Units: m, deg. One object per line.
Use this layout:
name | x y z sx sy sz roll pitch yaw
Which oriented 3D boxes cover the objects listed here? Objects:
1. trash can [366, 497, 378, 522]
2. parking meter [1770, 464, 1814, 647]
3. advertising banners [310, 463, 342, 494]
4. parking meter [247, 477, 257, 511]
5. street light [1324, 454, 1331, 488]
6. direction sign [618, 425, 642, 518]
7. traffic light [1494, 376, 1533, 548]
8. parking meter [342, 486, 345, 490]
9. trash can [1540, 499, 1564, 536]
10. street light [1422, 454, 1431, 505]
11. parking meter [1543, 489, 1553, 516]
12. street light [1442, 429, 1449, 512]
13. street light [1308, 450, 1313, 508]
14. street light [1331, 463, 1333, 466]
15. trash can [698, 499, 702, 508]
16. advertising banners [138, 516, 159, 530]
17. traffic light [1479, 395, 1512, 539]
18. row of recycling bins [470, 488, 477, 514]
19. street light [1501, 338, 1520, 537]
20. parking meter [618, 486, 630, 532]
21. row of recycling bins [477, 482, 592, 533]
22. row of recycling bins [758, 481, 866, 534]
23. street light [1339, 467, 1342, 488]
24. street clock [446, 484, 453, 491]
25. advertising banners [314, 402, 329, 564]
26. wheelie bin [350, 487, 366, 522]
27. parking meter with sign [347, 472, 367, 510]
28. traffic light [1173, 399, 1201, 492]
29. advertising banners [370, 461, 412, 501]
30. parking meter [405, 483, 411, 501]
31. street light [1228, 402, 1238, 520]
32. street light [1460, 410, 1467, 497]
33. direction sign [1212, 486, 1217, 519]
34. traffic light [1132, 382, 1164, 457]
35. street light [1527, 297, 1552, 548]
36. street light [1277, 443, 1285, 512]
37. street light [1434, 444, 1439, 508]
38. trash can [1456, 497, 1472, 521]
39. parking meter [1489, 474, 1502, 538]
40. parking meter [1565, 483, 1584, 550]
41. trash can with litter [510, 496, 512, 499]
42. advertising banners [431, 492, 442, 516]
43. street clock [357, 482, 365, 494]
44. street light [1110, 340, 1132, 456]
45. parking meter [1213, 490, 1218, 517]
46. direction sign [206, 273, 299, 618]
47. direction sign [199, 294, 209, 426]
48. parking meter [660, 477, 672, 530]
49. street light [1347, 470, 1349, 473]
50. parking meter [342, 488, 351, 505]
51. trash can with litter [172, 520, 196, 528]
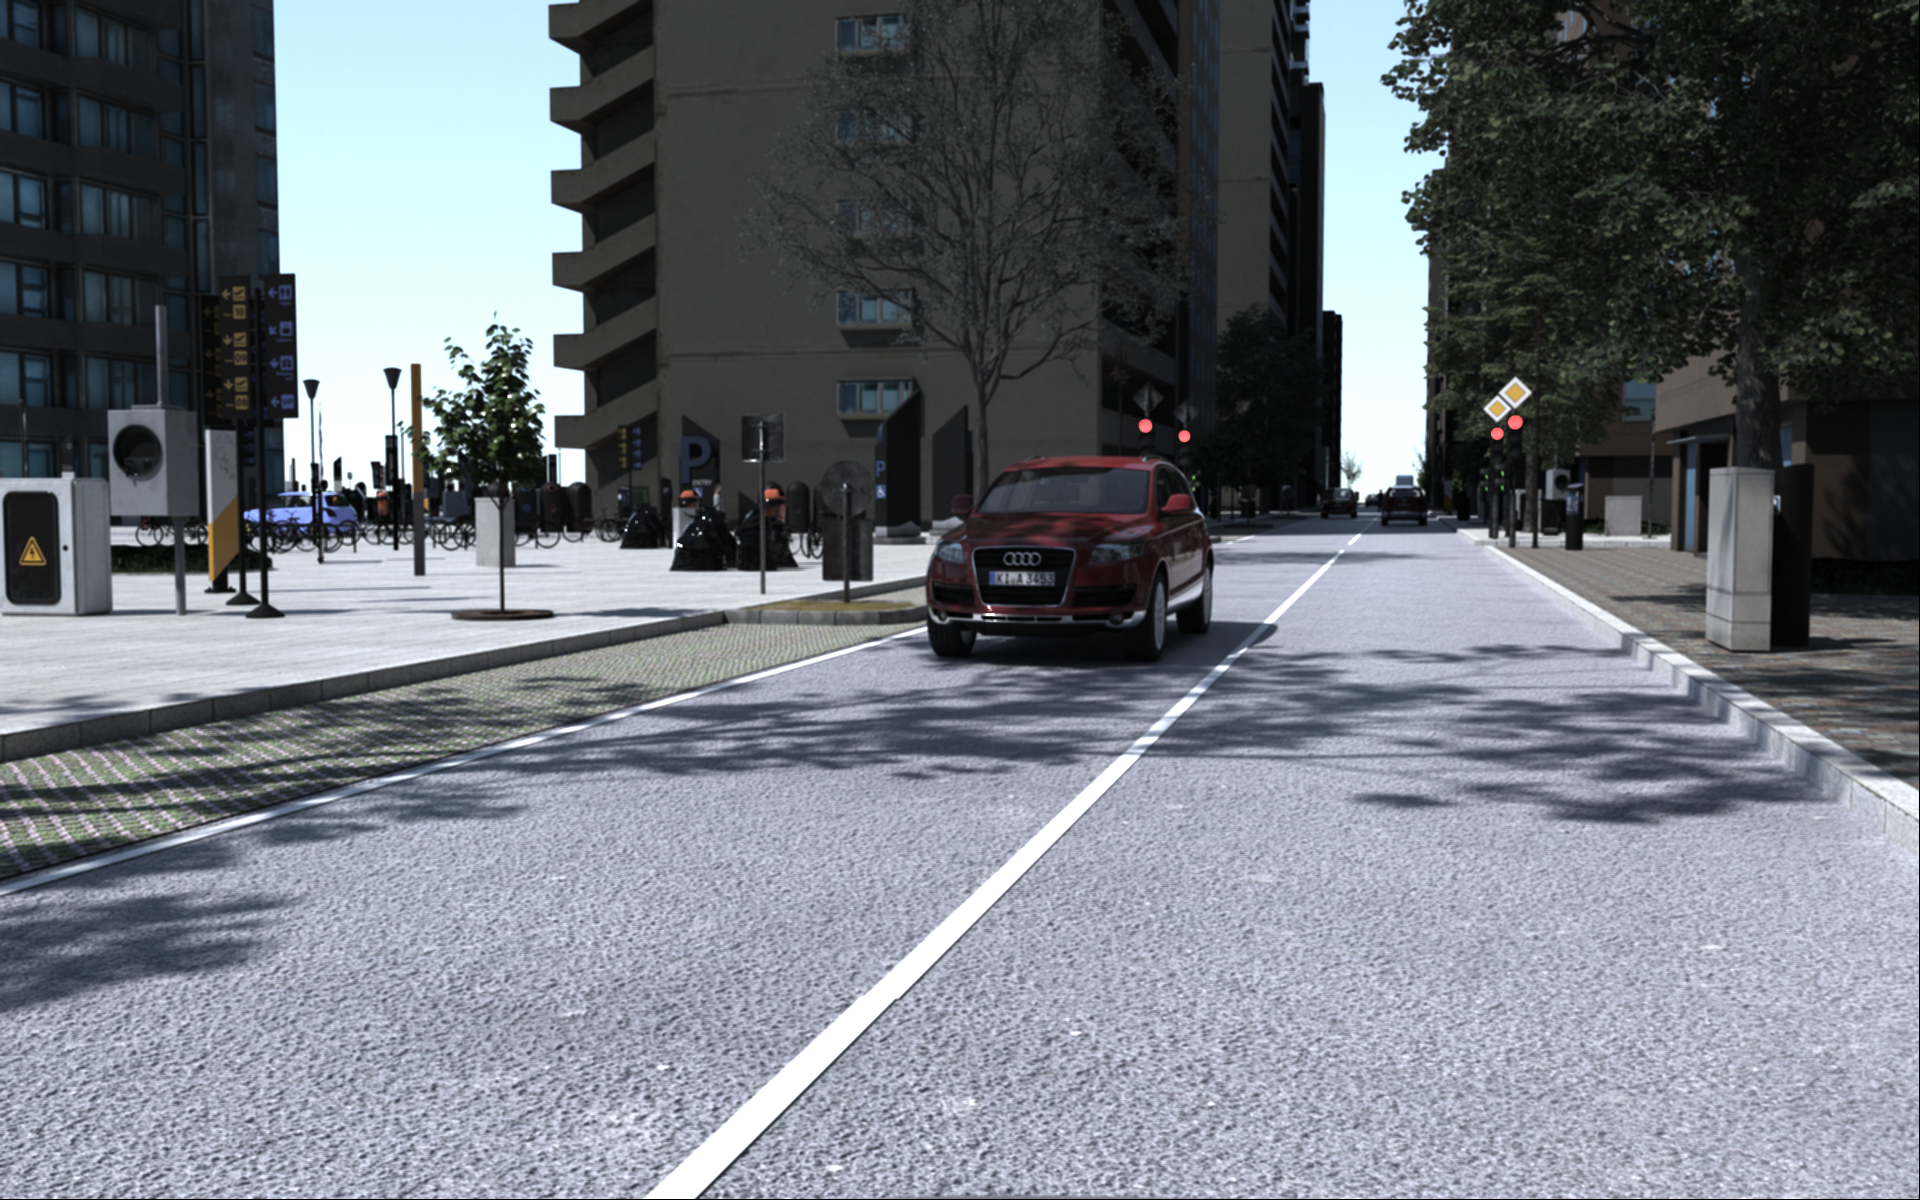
trash can | -27.328 -4.225 80.732 0.748 1.137 0.748 0 3 0
parking meter | 7.010 -0.383 14.679 0.372 1.533 0.369 0 3 0
advertising banners | -35.750 -6.228 98.014 0.090 3.025 2.074 3 5 45
parking meter | -24.662 -3.343 60.364 0.255 1.863 0.399 -1 4 -16
street light | 41.233 -13.597 195.104 0.468 5.910 1.993 1 4 14
direction sign | -10.834 -3.970 56.903 0.876 3.537 0.379 1 4 21
traffic light | 13.209 -3.208 41.369 0.839 4.253 0.868 1 4 14
parking meter | -45.988 -7.536 128.932 0.399 1.863 0.255 -3 4 -36
trash can | 18.271 -2.560 53.517 0.748 1.137 0.748 0 3 0
street light | 55.819 -14.319 206.906 0.468 5.910 1.993 1 4 14
parking meter | 23.643 -3.745 69.634 0.372 1.533 0.369 0 3 0
street light | 35.390 -9.396 126.408 0.468 5.910 1.993 1 4 14
street light | 32.546 -11.506 160.905 0.468 5.910 1.993 1 4 14
street light | 44.228 -14.310 206.757 0.468 5.910 1.993 1 4 14
trash can | -8.649 -2.702 55.830 0.748 1.137 0.748 0 3 0
advertising banners | -28.949 -3.991 61.439 0.090 3.025 2.074 0 4 -1
traffic light | 15.181 -3.681 49.108 0.839 4.253 0.868 1 4 14
row of recycling bins | -25.937 -5.367 94.858 1.069 1.692 3.534 0 4 1
street light | 16.371 -4.821 51.614 0.468 5.910 1.993 1 4 14
parking meter | -10.861 -2.911 56.009 0.372 1.533 0.369 0 3 0
row of recycling bins | -14.049 -3.087 57.586 3.534 1.692 1.069 -2 4 -24
row of recycling bins | -4.838 -3.036 56.759 3.534 1.692 1.069 -1 4 -11
street light | 52.960 -16.401 240.944 0.468 5.910 1.993 1 4 14
street clock | -37.320 -7.471 126.726 0.358 2.002 0.471 3 5 43
advertising banners | -12.042 -2.227 32.605 0.090 3.025 2.074 -1 4 -18
wheelie bin | -27.507 -4.348 78.998 0.693 1.594 0.980 0 4 -5
parking meter with sign | -47.783 -8.659 137.839 1.738 3.016 0.543 1 4 12
traffic light | 6.686 -3.812 51.248 0.839 4.253 0.868 1 4 14
advertising banners | -30.408 -5.897 92.601 2.074 3.025 0.090 -1 4 -21
parking meter | -29.061 -5.213 90.951 0.399 1.863 0.255 -2 4 -25
street light | 13.717 -6.990 87.069 0.468 5.910 1.993 1 4 14
street light | 25.218 -6.969 86.724 0.468 5.910 1.993 1 4 14
direction sign | 13.091 -5.905 88.546 0.379 3.537 0.876 1 4 22
traffic light | 4.714 -3.339 43.509 0.839 4.253 0.868 1 4 14
street light | 13.607 -4.160 40.801 0.468 5.910 1.993 1 4 14
street light | 22.608 -9.120 121.894 0.468 5.910 1.993 1 4 14
street light | 44.145 -11.487 160.595 0.468 5.910 1.993 1 4 14
trash can | 24.154 -4.366 83.038 0.748 1.137 0.748 0 3 0
parking meter | 15.537 -2.731 50.371 0.255 1.863 0.399 1 4 15
parking meter | 14.036 -1.905 39.553 0.372 1.533 0.369 0 3 0
trash can with litter | -29.514 -6.251 113.259 2.233 1.210 1.678 -1 4 -9
advertising banners | -30.252 -6.340 99.845 2.074 3.025 0.090 -3 5 -41
street clock | -35.149 -5.940 101.690 0.471 2.002 0.358 -1 4 -21
street light | 4.839 -4.854 52.144 0.468 5.910 1.993 1 4 14
parking meter | 13.664 -5.119 92.108 0.372 1.533 0.369 0 3 0
direction sign | -7.243 -1.587 17.949 0.876 3.537 0.379 1 4 13
direction sign | -8.337 -1.715 20.042 0.379 3.537 0.876 3 4 36
parking meter | -9.962 -3.243 58.734 0.399 1.863 0.255 -1 4 -16
street light | 61.744 -18.521 275.604 0.468 5.910 1.993 1 4 14
parking meter | -27.478 -4.228 77.542 0.372 1.533 0.369 0 3 0
trash can with litter | -29.286 -3.290 65.180 0.624 1.170 1.055 1 4 19
